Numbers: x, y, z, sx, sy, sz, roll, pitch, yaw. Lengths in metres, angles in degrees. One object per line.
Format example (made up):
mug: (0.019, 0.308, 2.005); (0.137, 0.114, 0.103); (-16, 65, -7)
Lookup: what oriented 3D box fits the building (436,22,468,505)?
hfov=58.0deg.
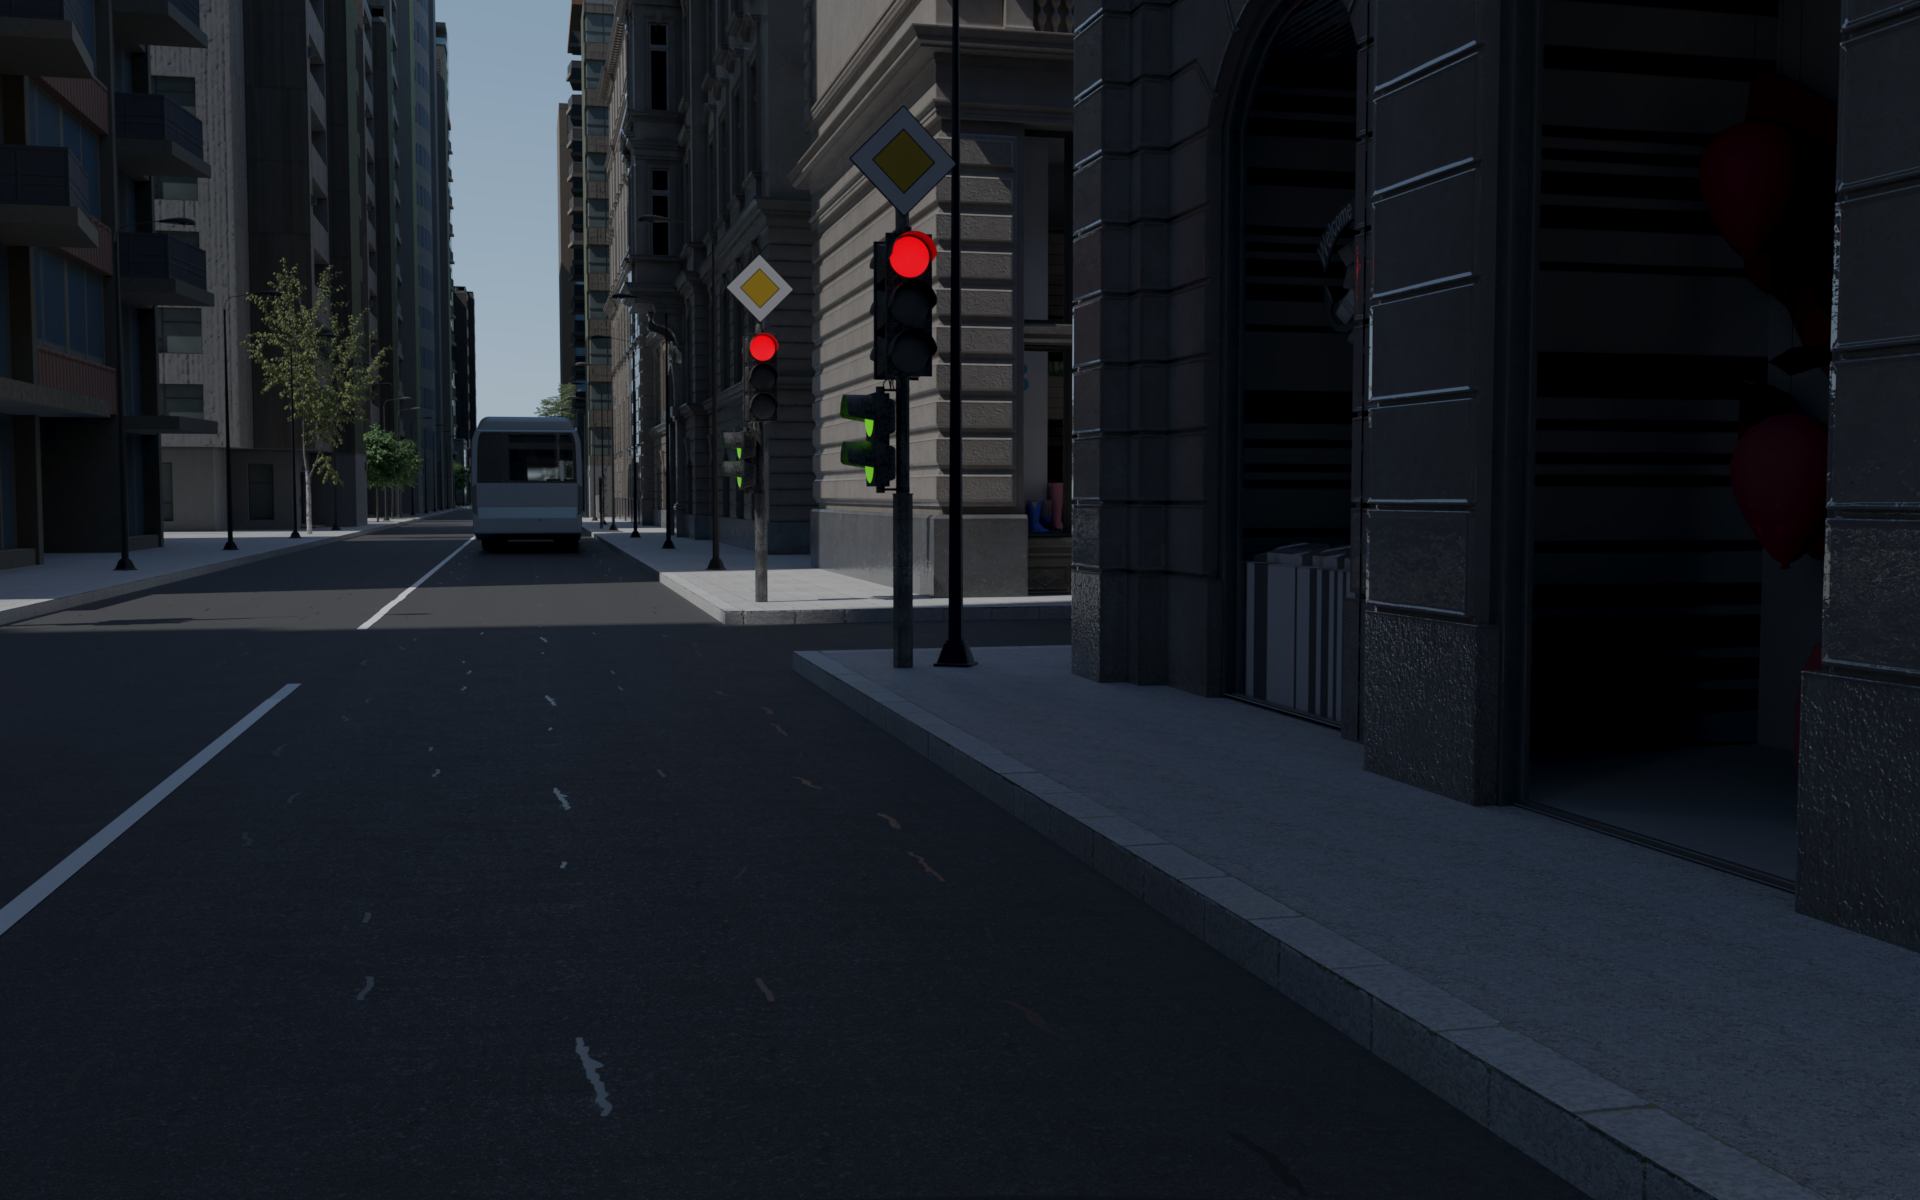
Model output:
building: (-72.157, -54.948, 211.067); (22.319, 86.520, 31.000); (-1, 4, -14)

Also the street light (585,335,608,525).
street light: (-10.098, -4.785, 50.777); (1.470, 5.913, 1.316); (-1, 4, -14)

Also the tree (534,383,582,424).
tree: (-40.164, -15.788, 176.261); (7.486, 12.596, 7.792); (0, 3, 0)

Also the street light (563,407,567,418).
street light: (-17.968, -6.721, 82.437); (1.470, 5.913, 1.316); (-1, 4, -14)

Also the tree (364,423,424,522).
tree: (-26.626, -5.817, 78.829); (4.285, 4.588, 4.351); (0, 3, 0)

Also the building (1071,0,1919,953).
building: (9.277, -9.795, 1.946); (13.314, 21.916, 24.055); (-1, 4, -14)

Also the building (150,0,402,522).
building: (-39.118, -19.843, 96.131); (14.160, 30.474, 14.107); (-1, 4, -14)

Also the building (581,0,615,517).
building: (-15.510, -20.336, 104.190); (14.160, 30.474, 14.107); (-1, 4, -14)

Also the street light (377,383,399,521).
street light: (-24.410, -6.104, 72.342); (1.470, 5.913, 1.316); (-1, 4, -14)

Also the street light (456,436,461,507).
street light: (-40.400, -10.041, 136.709); (1.470, 5.913, 1.316); (-1, 4, -14)

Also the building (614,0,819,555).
building: (-3.150, -14.329, 53.368); (14.460, 24.649, 34.723); (-1, 4, -14)

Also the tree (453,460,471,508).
tree: (-48.319, -11.140, 165.856); (4.285, 4.588, 4.351); (0, 3, 0)

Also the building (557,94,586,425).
building: (-38.175, -33.393, 196.086); (14.600, 45.320, 14.200); (-1, 4, -14)

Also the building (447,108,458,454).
building: (-65.040, -32.300, 182.732); (22.147, 44.769, 28.867); (-1, 4, -14)

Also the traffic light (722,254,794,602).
traffic light: (-2.376, -1.929, 20.452); (0.839, 4.253, 0.868); (-1, 4, -14)

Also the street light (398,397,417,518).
street light: (-26.959, -6.753, 82.955); (1.470, 5.913, 1.316); (-1, 4, -14)

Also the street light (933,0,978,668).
street light: (-0.558, -2.454, 12.663); (1.470, 5.913, 1.316); (-1, 4, -14)

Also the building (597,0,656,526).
building: (-10.311, -17.432, 82.276); (12.463, 27.353, 25.104); (-1, 4, -14)

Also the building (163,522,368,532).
building: (-29.889, -17.821, 63.071); (14.160, 30.474, 14.107); (-1, 4, -14)

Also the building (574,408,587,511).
building: (-16.586, -49.709, 125.417); (22.319, 86.520, 31.000); (-1, 4, -14)

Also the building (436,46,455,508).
building: (-52.307, -28.648, 151.995); (14.154, 41.232, 14.086); (-1, 4, -14)

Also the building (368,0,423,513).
building: (-42.485, -26.137, 110.928); (14.154, 41.232, 14.086); (-1, 4, -14)

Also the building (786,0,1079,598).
building: (7.483, -12.146, 27.460); (19.941, 23.489, 11.050); (-1, 4, -14)

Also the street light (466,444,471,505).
street light: (-45.708, -11.353, 158.154); (1.470, 5.913, 1.316); (-1, 4, -14)

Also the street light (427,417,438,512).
street light: (-32.356, -8.041, 104.016); (1.470, 5.913, 1.316); (-1, 4, -14)

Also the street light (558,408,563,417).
street light: (-20.681, -7.372, 93.074); (1.470, 5.913, 1.316); (-1, 4, -14)

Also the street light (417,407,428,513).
street light: (-29.549, -7.360, 92.883); (1.470, 5.913, 1.316); (-1, 4, -14)

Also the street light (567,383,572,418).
street light: (-15.408, -6.080, 71.942); (1.470, 5.913, 1.316); (-1, 4, -14)

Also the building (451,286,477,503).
building: (-73.329, -28.388, 235.844); (14.160, 30.474, 14.107); (-1, 4, -14)

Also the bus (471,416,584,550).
bus: (-11.782, -3.228, 47.634); (2.948, 3.499, 13.247); (-1, 4, -13)

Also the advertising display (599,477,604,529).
advertising display: (-13.370, -3.630, 64.569); (0.123, 1.923, 0.974); (-1, 4, -9)

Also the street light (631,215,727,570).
street light: (-4.669, -3.459, 29.102); (1.470, 5.913, 1.316); (-1, 4, -14)

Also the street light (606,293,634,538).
street light: (-7.362, -4.146, 40.326); (1.470, 5.913, 1.316); (-1, 4, -14)

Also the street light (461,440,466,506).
street light: (-43.161, -10.710, 147.656); (1.470, 5.913, 1.316); (-1, 4, -14)

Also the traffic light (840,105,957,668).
traffic light: (-0.440, -1.455, 12.704); (0.839, 4.253, 0.868); (-1, 4, -14)

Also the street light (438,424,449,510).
street light: (-34.911, -8.708, 114.912); (1.470, 5.913, 1.316); (-1, 4, -14)

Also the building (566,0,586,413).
building: (-23.734, -30.647, 155.706); (22.147, 44.769, 28.867); (-1, 4, -14)

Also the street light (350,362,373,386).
street light: (-21.481, -5.413, 61.040); (1.470, 5.913, 1.316); (-1, 4, -14)

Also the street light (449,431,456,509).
street light: (-37.776, -9.400, 126.231); (1.470, 5.913, 1.316); (-1, 4, -14)

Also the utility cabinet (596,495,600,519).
utility cabinet: (-18.855, -4.841, 90.318); (0.306, 1.237, 1.020); (-1, 4, -15)

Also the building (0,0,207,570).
building: (-26.614, -22.974, 30.245); (22.147, 44.769, 28.867); (-1, 4, -14)

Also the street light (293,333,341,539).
street light: (-18.711, -4.742, 50.076); (1.470, 5.913, 1.316); (-1, 4, -14)

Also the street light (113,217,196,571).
street light: (-13.526, -3.459, 29.103); (1.470, 5.913, 1.316); (-1, 4, -14)

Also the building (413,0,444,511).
building: (-50.836, -35.968, 130.077); (21.231, 58.520, 28.212); (-1, 4, -14)

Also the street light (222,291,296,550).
street light: (-16.164, -4.100, 39.578); (1.470, 5.913, 1.316); (-1, 4, -14)

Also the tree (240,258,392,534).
tree: (-20.507, -6.400, 54.996); (4.737, 8.622, 4.395); (0, 3, 0)

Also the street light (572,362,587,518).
street light: (-12.857, -5.431, 61.343); (1.470, 5.913, 1.316); (-1, 4, -14)
